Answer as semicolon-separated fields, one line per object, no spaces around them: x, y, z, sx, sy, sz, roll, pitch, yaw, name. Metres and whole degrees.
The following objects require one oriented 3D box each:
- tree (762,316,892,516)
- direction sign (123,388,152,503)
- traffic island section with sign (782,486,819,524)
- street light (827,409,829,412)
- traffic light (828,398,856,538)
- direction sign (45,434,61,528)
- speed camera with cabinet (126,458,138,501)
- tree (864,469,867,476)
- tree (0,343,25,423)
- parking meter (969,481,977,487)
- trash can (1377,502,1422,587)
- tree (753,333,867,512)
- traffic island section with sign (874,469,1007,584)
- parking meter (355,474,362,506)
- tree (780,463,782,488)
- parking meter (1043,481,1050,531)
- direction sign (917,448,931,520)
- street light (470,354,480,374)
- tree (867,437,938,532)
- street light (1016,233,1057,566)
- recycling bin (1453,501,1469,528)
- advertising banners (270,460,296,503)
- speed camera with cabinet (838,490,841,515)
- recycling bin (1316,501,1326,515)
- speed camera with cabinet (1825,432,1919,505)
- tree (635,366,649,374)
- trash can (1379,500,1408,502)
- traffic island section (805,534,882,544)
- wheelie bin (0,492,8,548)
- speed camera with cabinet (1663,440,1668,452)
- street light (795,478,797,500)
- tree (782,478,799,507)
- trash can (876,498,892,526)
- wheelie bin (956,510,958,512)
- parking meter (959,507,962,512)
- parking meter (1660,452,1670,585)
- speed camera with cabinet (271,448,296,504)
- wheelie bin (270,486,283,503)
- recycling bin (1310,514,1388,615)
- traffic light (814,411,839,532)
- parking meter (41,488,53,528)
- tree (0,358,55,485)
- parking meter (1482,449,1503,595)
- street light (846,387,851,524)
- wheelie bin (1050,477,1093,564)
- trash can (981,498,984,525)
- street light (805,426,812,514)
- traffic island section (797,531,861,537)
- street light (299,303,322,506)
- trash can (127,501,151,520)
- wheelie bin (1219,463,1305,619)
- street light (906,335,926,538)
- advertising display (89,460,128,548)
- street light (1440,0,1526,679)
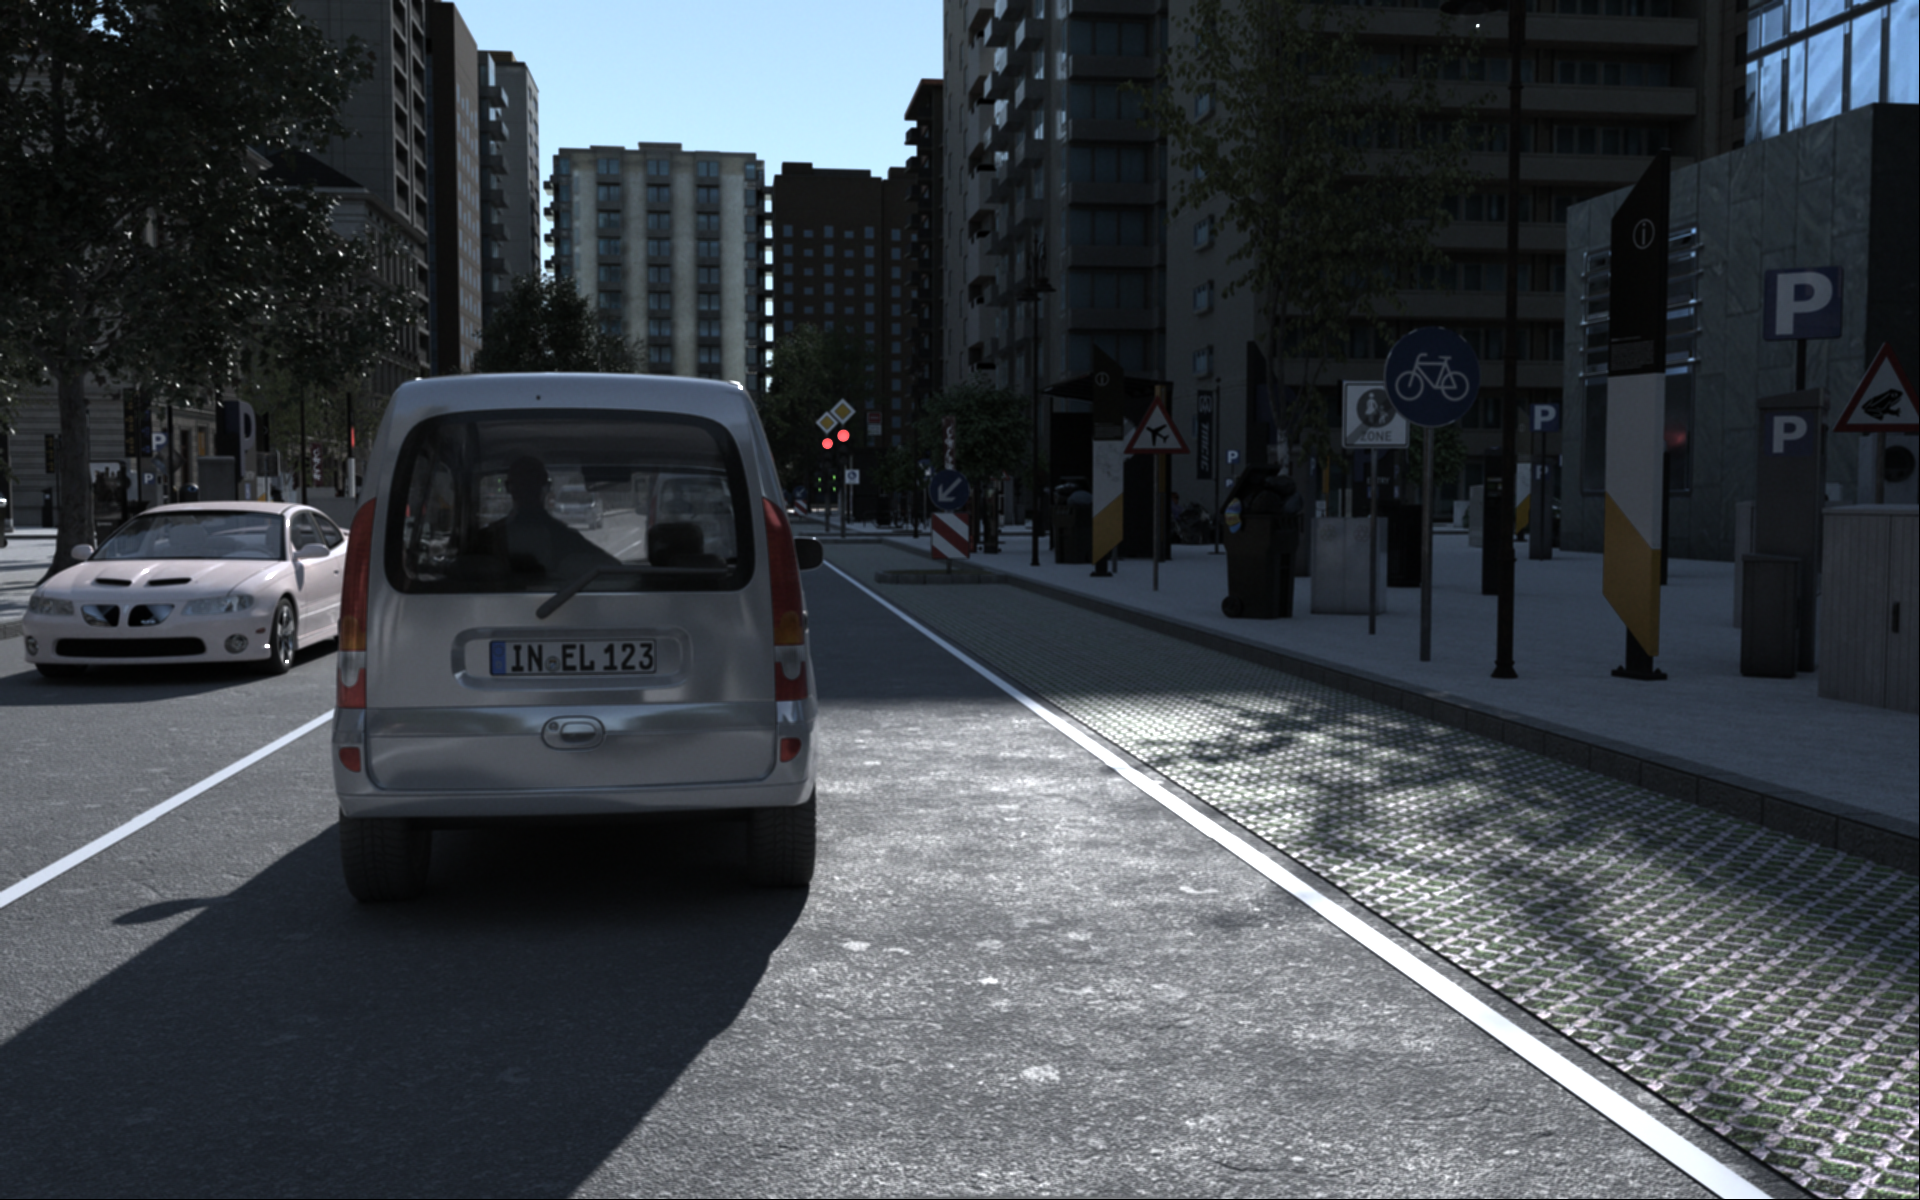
-7.906;-10.809;102.478;9.928;11.665;9.643;0;3;0;tree
-17.508;-2.749;36.941;0.876;3.537;0.379;2;4;30;direction sign
-7.854;-4.592;83.712;1.989;1.847;2.006;0;4;-8;traffic island section with sign
-7.214;-7.445;94.511;0.468;5.910;1.993;0;4;-8;street light
-3.446;-3.778;50.696;0.839;4.253;0.868;0;4;-8;traffic light
-34.247;-4.510;65.733;0.876;3.537;0.379;0;4;3;direction sign
-33.299;-4.495;67.829;2.038;3.252;0.660;0;4;0;speed camera with cabinet
-2.489;-4.252;64.127;1.663;3.219;1.824;0;3;0;tree
-21.403;-5.299;37.005;4.737;8.622;4.395;0;3;0;tree
0.348;-2.665;49.276;0.399;1.863;0.255;-2;4;-30;parking meter
6.150;-0.754;23.985;0.748;1.137;0.748;0;3;0;trash can
-10.746;-12.526;121.813;9.611;12.733;9.660;0;3;0;tree
-0.371;-1.200;28.242;1.989;1.847;2.006;0;4;-8;traffic island section with sign
-17.177;-2.698;49.825;0.399;1.863;0.255;2;4;24;parking meter
-20.470;-15.992;195.876;7.601;10.594;8.767;-1;4;-16;tree
3.014;-3.316;59.921;0.399;1.863;0.255;0;4;5;parking meter
-1.821;-5.759;86.153;0.876;3.537;0.379;-3;4;-38;direction sign
-15.994;-5.169;57.297;0.468;5.910;1.993;0;4;-8;street light
-1.841;-3.906;58.468;1.663;3.219;1.824;0;3;0;tree
1.349;-3.554;30.890;0.468;5.910;1.993;0;4;-8;street light
19.232;-3.269;66.002;0.722;1.027;0.722;2;4;26;recycling bin
-33.073;-5.444;85.199;2.074;3.025;0.090;-1;4;-22;advertising banners
-7.380;-7.006;108.879;0.660;3.252;2.038;0;4;-4;speed camera with cabinet
13.457;-3.250;65.698;0.722;1.027;0.722;0;4;1;recycling bin
13.232;-1.940;26.050;2.038;3.252;0.660;0;4;8;speed camera with cabinet
-32.390;-16.268;172.634;9.857;13.997;8.962;0;3;0;tree
10.891;-1.950;43.541;0.748;1.137;0.748;0;3;0;trash can
-3.405;-1.745;50.815;2.009;0.180;2.903;0;4;-8;traffic island section
-23.022;-2.021;40.955;0.693;1.594;0.980;0;4;-2;wheelie bin
21.911;-3.622;53.563;0.660;3.252;2.038;2;4;27;speed camera with cabinet
-12.607;-9.798;132.993;0.468;5.910;1.993;0;4;-8;street light
-17.352;-11.187;177.502;1.663;3.219;1.824;0;3;0;tree
-3.101;-3.599;70.501;0.748;1.137;0.748;0;3;0;trash can
-0.011;-5.035;90.233;0.693;1.594;0.980;-1;4;-23;wheelie bin
0.105;-3.913;72.388;0.372;1.533;0.369;0;3;0;parking meter
9.856;-1.152;24.541;0.255;1.863;0.399;0;4;3;parking meter
-27.489;-4.709;71.334;2.038;3.252;0.660;2;4;33;speed camera with cabinet
-26.391;-3.589;66.581;0.693;1.594;0.980;-2;4;-31;wheelie bin
4.208;-0.377;18.717;0.722;1.027;0.722;1;4;21;recycling bin
-4.514;-4.262;58.609;0.839;4.253;0.868;0;4;-8;traffic light
-35.020;-3.549;66.435;0.372;1.533;0.369;0;3;0;parking meter
-25.484;-5.793;45.073;4.360;8.622;3.978;0;3;0;tree
6.803;-1.000;22.069;0.255;1.863;0.399;1;4;15;parking meter
-4.830;-6.245;74.898;0.468;5.910;1.993;0;4;-8;street light
2.110;-1.471;31.963;0.980;1.594;0.693;3;5;45;wheelie bin
1.198;-3.539;69.514;0.748;1.137;0.748;0;3;0;trash can
-9.925;-8.643;114.103;0.468;5.910;1.993;0;4;-8;street light
-4.472;-2.229;58.729;2.009;0.180;2.903;0;4;-8;traffic island section
-12.616;-3.696;33.219;0.468;5.910;1.993;0;4;-8;street light
-17.060;-1.470;35.683;0.748;1.137;0.748;0;3;0;trash can
3.163;-0.618;18.017;0.693;1.594;0.980;3;5;40;wheelie bin
-1.288;-4.749;50.431;0.468;5.910;1.993;0;4;-8;street light
-16.330;-1.705;33.087;0.974;1.923;0.123;1;4;19;advertising display
3.810;-2.395;11.943;0.468;5.910;1.993;0;4;-8;street light
